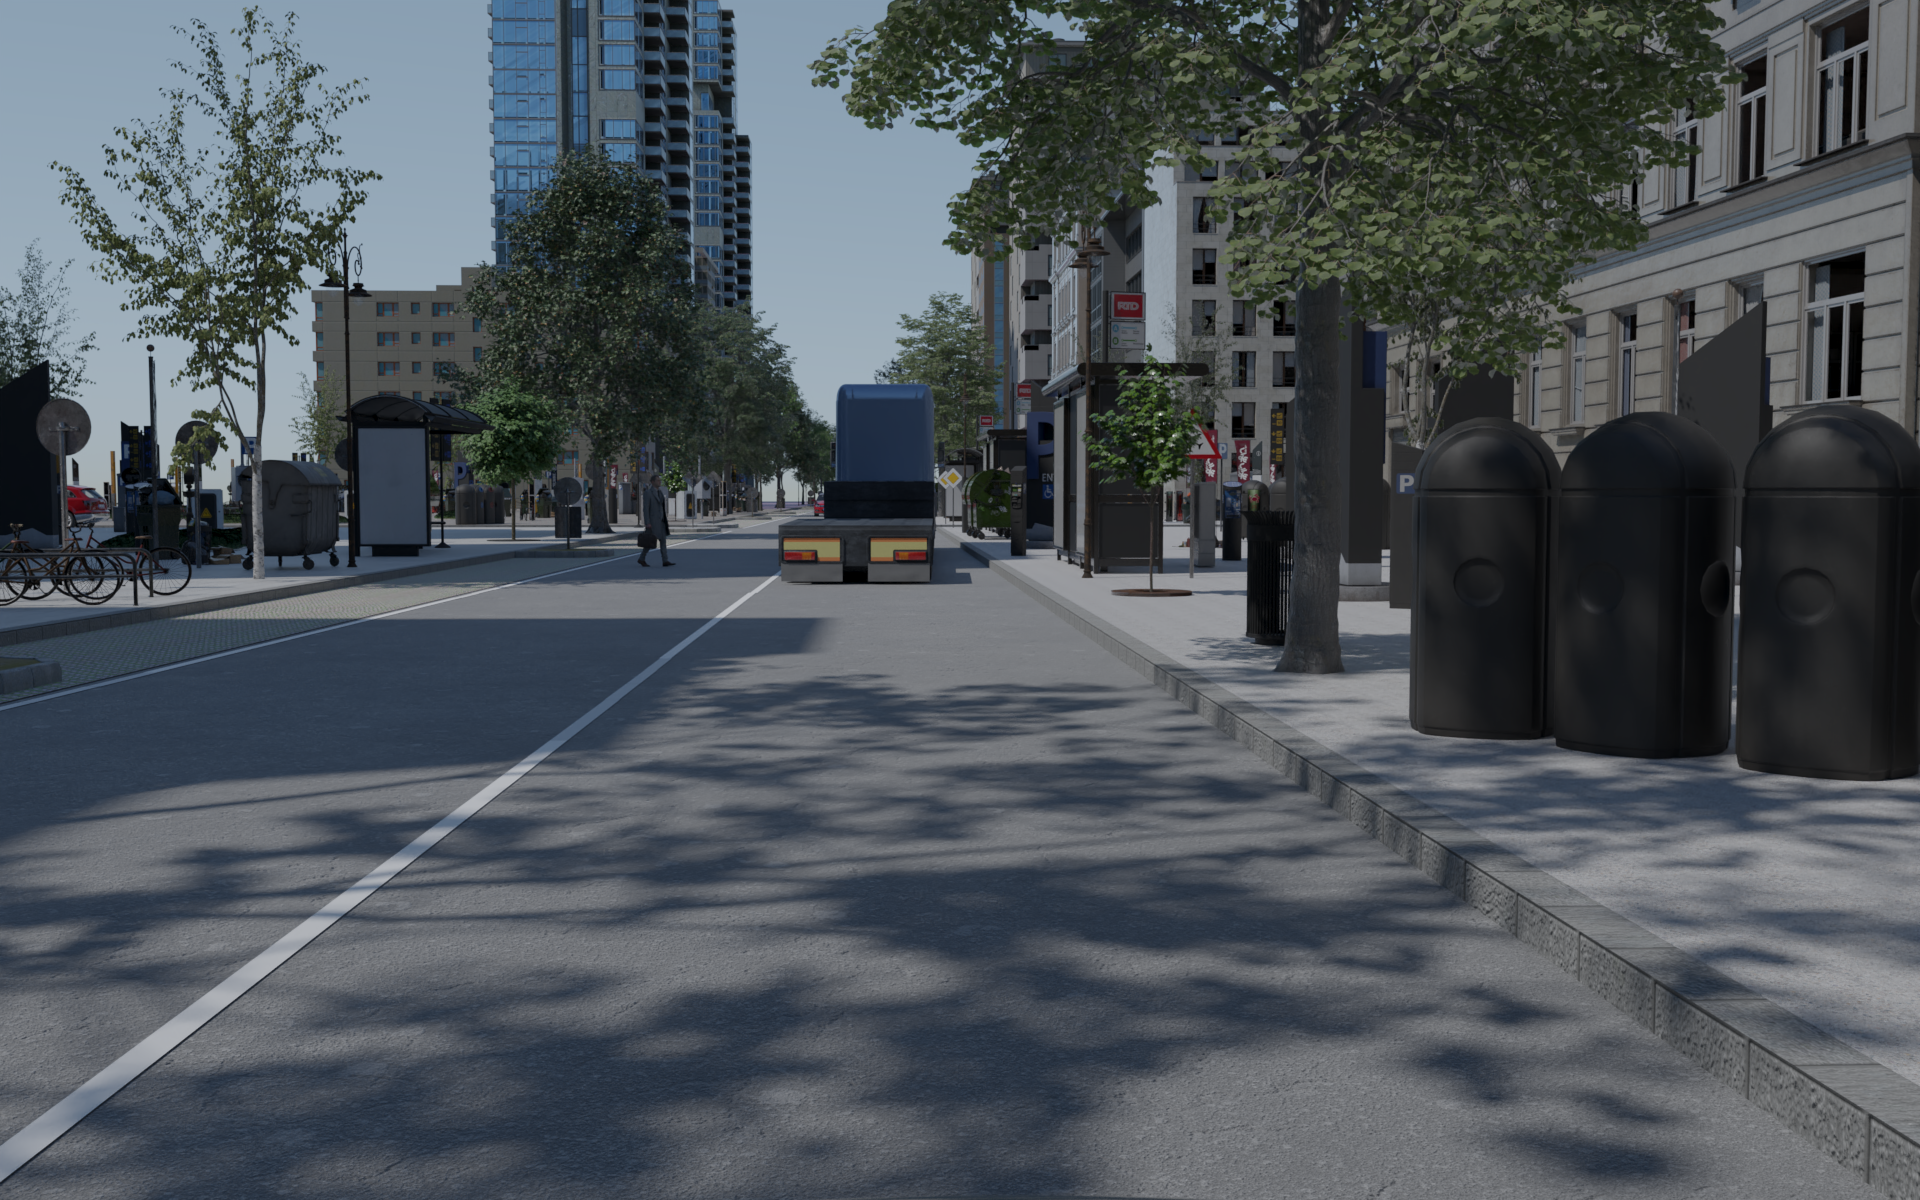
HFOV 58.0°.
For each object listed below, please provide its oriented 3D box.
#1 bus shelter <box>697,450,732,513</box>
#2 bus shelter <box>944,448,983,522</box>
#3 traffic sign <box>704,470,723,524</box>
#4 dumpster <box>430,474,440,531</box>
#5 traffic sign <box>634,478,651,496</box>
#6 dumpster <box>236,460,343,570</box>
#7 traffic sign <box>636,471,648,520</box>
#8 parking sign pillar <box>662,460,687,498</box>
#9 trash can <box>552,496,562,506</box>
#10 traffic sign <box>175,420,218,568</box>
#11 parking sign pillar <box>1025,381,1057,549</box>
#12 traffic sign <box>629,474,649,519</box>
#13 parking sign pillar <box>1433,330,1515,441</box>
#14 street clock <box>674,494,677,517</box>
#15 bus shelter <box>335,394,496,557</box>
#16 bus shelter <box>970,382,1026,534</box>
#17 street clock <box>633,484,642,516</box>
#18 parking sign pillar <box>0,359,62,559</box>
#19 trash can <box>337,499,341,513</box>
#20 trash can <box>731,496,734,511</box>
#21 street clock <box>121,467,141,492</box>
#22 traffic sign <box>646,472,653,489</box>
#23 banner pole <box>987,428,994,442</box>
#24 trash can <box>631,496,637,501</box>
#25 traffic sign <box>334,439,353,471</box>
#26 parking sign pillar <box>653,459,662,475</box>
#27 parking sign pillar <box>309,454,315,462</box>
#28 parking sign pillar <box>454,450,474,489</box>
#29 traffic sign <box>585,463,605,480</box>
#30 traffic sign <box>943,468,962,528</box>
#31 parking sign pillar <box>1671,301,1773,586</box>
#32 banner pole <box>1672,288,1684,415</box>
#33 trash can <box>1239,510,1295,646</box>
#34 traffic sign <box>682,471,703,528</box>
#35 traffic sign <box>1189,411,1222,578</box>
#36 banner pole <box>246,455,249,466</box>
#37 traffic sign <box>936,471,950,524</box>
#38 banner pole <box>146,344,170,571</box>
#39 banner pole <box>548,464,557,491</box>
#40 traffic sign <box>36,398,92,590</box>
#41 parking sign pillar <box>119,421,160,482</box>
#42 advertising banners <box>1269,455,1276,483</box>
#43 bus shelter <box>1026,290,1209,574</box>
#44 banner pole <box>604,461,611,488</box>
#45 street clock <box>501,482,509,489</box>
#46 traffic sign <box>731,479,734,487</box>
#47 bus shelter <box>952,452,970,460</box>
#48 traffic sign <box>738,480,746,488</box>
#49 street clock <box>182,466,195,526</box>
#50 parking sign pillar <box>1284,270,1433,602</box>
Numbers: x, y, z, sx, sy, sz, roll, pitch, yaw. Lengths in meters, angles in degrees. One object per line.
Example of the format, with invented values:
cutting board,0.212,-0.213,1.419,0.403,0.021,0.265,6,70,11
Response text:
bus shelter,-17.167,-8.696,119.816,2.179,5.291,8.768,0,4,-2
bus shelter,0.131,-5.163,78.339,2.014,3.302,5.546,0,4,-2
traffic sign,-10.448,-4.268,73.421,0.795,2.450,0.064,0,4,-3
dumpster,-13.826,-2.460,42.713,1.502,2.255,1.985,0,4,-2
traffic sign,-16.050,-5.355,87.561,0.884,2.594,0.081,0,4,6
dumpster,-11.549,-1.475,29.880,1.264,1.857,1.865,0,4,-3
traffic sign,-15.576,-5.157,84.419,0.768,2.556,0.104,0,4,3
parking sign pillar,-19.909,-8.176,122.151,1.447,3.967,1.447,1,4,11
trash can,-24.057,-5.603,103.257,0.748,1.137,0.748,0,3,0
traffic sign,-13.176,-1.823,29.908,0.768,2.556,0.104,0,4,3
parking sign pillar,2.196,-3.205,40.878,1.447,3.967,1.447,2,4,32
traffic sign,-14.202,-4.686,76.627,0.884,2.594,0.081,0,4,5
parking sign pillar,8.260,-2.422,28.067,1.447,3.967,1.447,-1,4,-9
street clock,-16.185,-5.768,98.877,0.471,2.002,0.358,0,4,1
bus shelter,-11.770,-2.692,37.936,2.014,3.302,5.546,0,4,-3
bus shelter,1.754,-5.042,60.071,2.179,5.291,8.768,0,4,-3
street clock,-18.687,-5.868,100.506,0.358,2.002,0.471,3,4,36
parking sign pillar,-18.891,-2.830,34.742,1.447,3.967,1.447,-1,4,-13
trash can,-48.136,-7.403,132.687,0.748,1.137,0.748,0,3,0
trash can,-15.031,-6.161,112.388,0.748,1.137,0.748,0,3,0
street clock,-22.538,-2.604,47.139,0.471,2.002,0.358,-1,4,-19
traffic sign,-15.950,-5.360,88.820,0.795,2.450,0.064,0,3,0
banner pole,1.168,-4.646,65.977,0.401,3.779,0.863,-2,4,-24
trash can,-22.783,-6.666,120.642,0.748,1.137,0.748,0,3,0
traffic sign,-13.767,-2.387,39.141,0.768,2.556,0.104,0,4,6
parking sign pillar,-23.082,-8.831,132.865,1.447,3.967,1.447,1,4,11
parking sign pillar,-43.091,-7.788,115.809,1.447,3.967,1.447,0,4,-6
parking sign pillar,-30.293,-7.176,105.802,1.447,3.967,1.447,2,4,33
traffic sign,-13.617,-3.947,64.634,0.768,2.556,0.104,0,4,5
traffic sign,-0.261,-3.805,65.855,0.795,2.450,0.064,0,4,-3
parking sign pillar,10.914,-2.225,24.851,1.447,3.967,1.447,-3,5,-40
banner pole,8.661,-1.894,20.984,0.401,3.779,0.863,1,4,20
trash can,2.758,-0.193,14.817,0.748,1.137,0.748,0,3,0
traffic sign,-10.096,-3.780,65.444,0.795,2.450,0.064,0,4,-3
traffic sign,3.528,-1.609,26.316,0.884,2.594,0.081,0,4,5
banner pole,-36.098,-5.982,87.822,0.401,3.779,0.863,-2,4,-33
traffic sign,-0.612,-4.293,73.832,0.795,2.450,0.064,0,4,-3
banner pole,-13.398,-2.374,28.828,0.401,3.779,0.863,-2,4,-30
banner pole,-29.557,-8.288,125.530,0.863,3.779,0.401,-2,4,-34
traffic sign,-11.905,-1.401,23.012,0.768,2.556,0.104,0,4,5
parking sign pillar,-30.214,-4.609,63.832,1.447,3.967,1.447,-1,4,-10
advertising banners,9.830,-3.635,55.622,2.074,3.025,0.090,1,4,17
bus shelter,2.734,-3.318,31.889,2.179,5.291,8.768,0,4,-3
banner pole,-15.780,-5.335,77.250,0.863,3.779,0.401,2,4,35
street clock,-27.474,-6.121,104.641,0.471,2.002,0.358,0,4,1
traffic sign,-18.238,-8.355,136.703,0.768,2.556,0.104,0,4,1
bus shelter,0.739,-6.607,85.652,2.179,5.291,8.768,0,4,-3
traffic sign,-18.499,-8.943,146.318,0.768,2.556,0.104,0,4,2
street clock,-20.133,-2.489,45.260,0.358,2.002,0.471,-1,4,-19
parking sign pillar,4.800,-2.002,21.208,1.447,3.967,1.447,0,4,-3
